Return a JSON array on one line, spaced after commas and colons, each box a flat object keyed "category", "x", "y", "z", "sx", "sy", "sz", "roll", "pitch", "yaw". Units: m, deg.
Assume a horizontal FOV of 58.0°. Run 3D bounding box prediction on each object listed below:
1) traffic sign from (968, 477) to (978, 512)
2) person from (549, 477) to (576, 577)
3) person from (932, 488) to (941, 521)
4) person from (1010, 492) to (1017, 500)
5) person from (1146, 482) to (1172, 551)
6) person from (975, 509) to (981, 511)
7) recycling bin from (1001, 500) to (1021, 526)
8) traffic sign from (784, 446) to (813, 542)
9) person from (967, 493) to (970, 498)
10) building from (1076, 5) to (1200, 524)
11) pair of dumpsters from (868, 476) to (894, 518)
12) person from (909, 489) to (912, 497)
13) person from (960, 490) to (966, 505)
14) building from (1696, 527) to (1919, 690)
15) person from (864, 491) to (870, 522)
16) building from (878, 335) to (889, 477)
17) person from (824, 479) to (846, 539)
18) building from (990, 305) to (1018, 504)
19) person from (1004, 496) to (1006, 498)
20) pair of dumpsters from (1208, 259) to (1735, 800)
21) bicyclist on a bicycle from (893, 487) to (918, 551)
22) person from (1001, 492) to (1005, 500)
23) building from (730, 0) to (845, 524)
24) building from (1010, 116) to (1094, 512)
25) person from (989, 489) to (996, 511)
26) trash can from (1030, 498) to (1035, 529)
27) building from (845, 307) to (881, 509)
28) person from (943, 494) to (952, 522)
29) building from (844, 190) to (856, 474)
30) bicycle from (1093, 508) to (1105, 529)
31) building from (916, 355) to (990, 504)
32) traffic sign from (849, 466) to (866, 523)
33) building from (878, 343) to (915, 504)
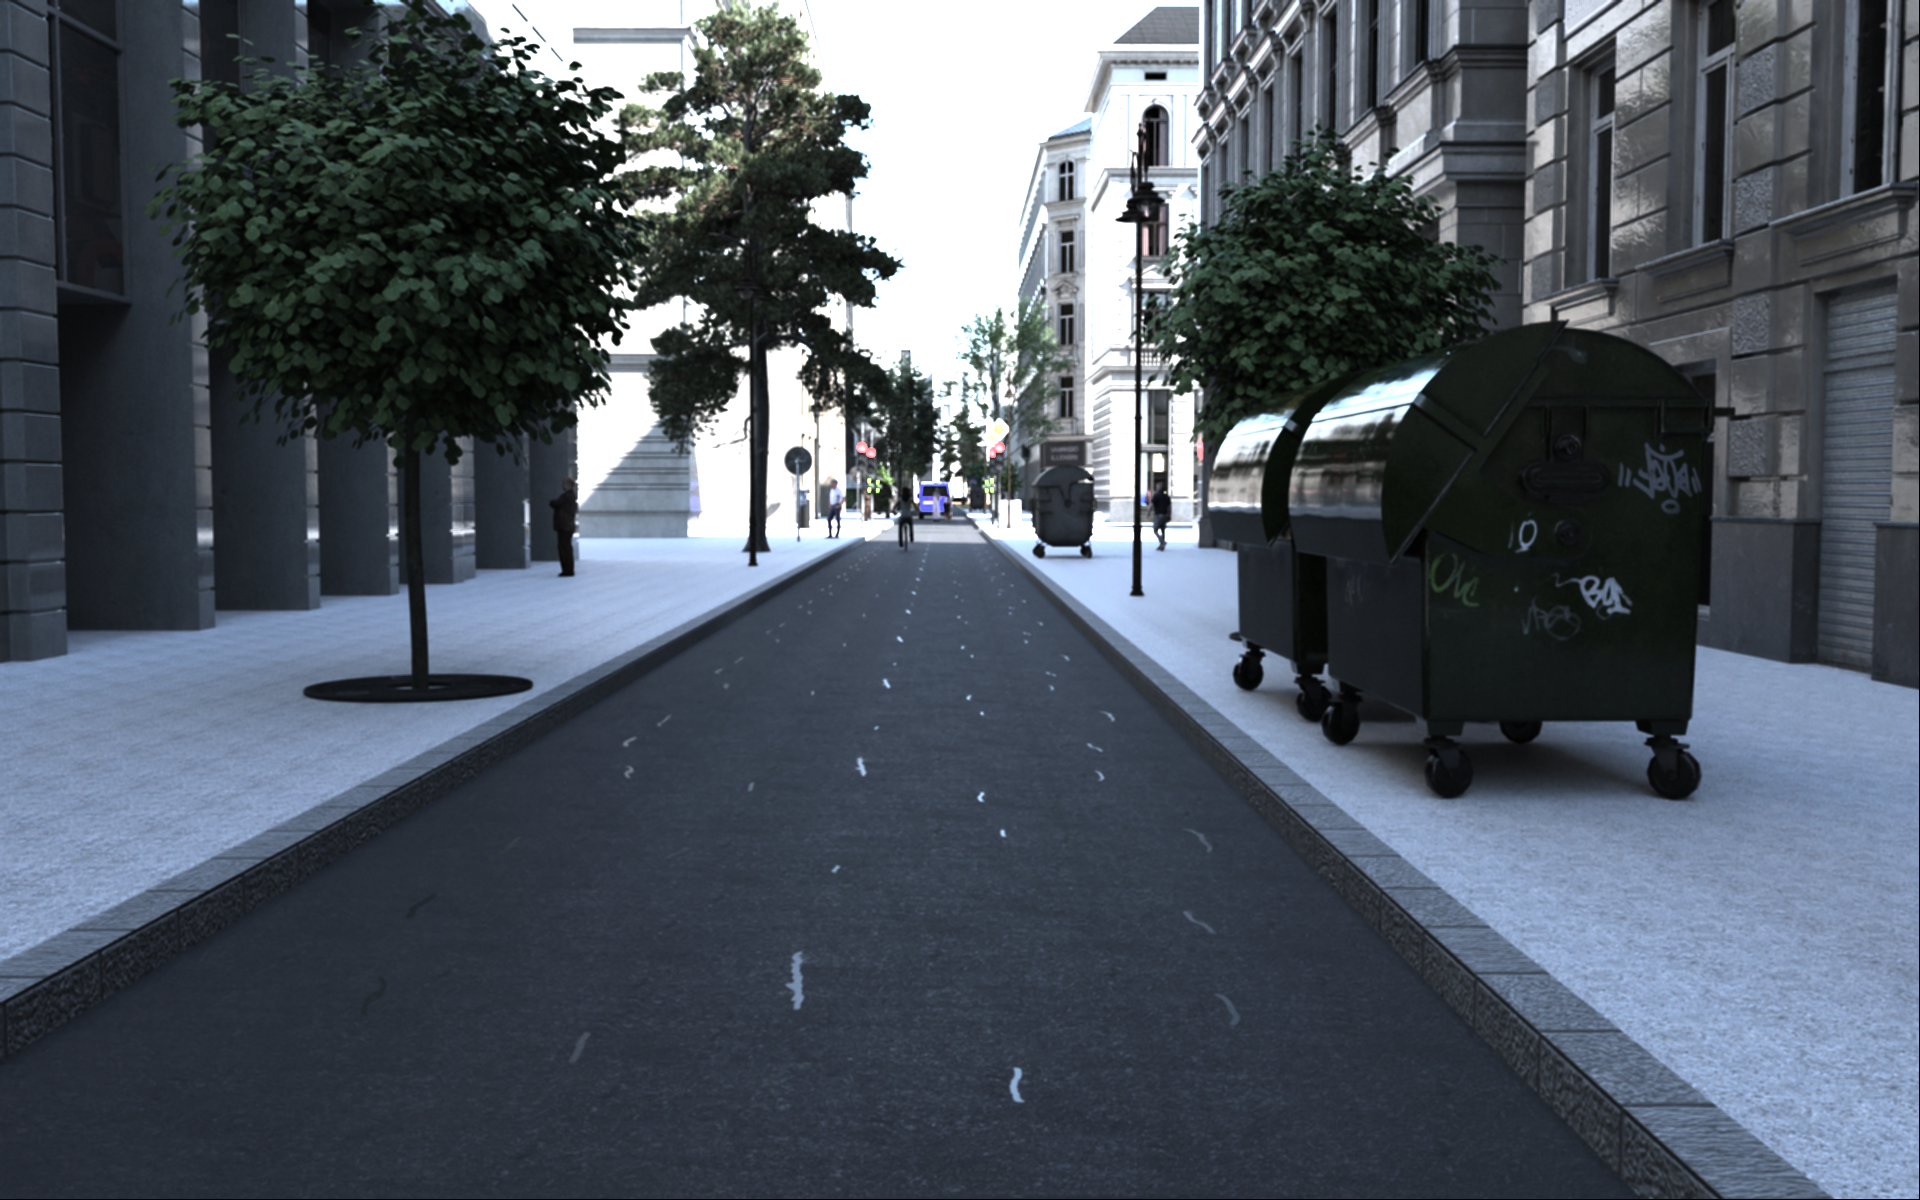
[{"category": "traffic sign", "x": 0.958, "y": -7.750, "z": 126.826, "sx": 0.768, "sy": 2.556, "sz": 0.104, "roll": 0, "pitch": 4, "yaw": 6}, {"category": "person", "x": -6.174, "y": -1.141, "z": 26.967, "sx": 0.388, "sy": 1.546, "sz": 0.482, "roll": 0, "pitch": 4, "yaw": 0}, {"category": "person", "x": -1.212, "y": -5.026, "z": 91.350, "sx": 0.621, "sy": 1.740, "sz": 0.551, "roll": -2, "pitch": 4, "yaw": -33}, {"category": "person", "x": 4.587, "y": -8.672, "z": 148.284, "sx": 0.568, "sy": 1.767, "sz": 0.683, "roll": 2, "pitch": 4, "yaw": 30}, {"category": "person", "x": 4.497, "y": -1.889, "z": 39.137, "sx": 0.569, "sy": 1.553, "sz": 0.471, "roll": 0, "pitch": 4, "yaw": 6}, {"category": "person", "x": 1.401, "y": -7.434, "z": 130.123, "sx": 0.613, "sy": 1.512, "sz": 0.480, "roll": 2, "pitch": 4, "yaw": 25}, {"category": "recycling bin", "x": 2.055, "y": -3.568, "z": 70.888, "sx": 0.722, "sy": 1.027, "sz": 0.722, "roll": 1, "pitch": 4, "yaw": 16}, {"category": "traffic sign", "x": -4.321, "y": -2.825, "z": 46.299, "sx": 0.768, "sy": 2.556, "sz": 0.104, "roll": 0, "pitch": 4, "yaw": 6}, {"category": "person", "x": 1.095, "y": -10.775, "z": 185.445, "sx": 0.697, "sy": 1.427, "sz": 0.421, "roll": 0, "pitch": 4, "yaw": 7}, {"category": "building", "x": 15.704, "y": -15.332, "z": 79.564, "sx": 19.941, "sy": 23.489, "sz": 11.050, "roll": 0, "pitch": 4, "yaw": -1}, {"category": "pair of dumpsters", "x": -4.346, "y": -5.535, "z": 92.983, "sx": 1.574, "sy": 2.255, "sz": 4.436, "roll": 0, "pitch": 4, "yaw": -1}, {"category": "person", "x": -5.049, "y": -10.249, "z": 173.571, "sx": 0.705, "sy": 1.831, "sz": 1.348, "roll": 1, "pitch": 4, "yaw": 9}, {"category": "person", "x": 0.406, "y": -11.551, "z": 195.845, "sx": 0.756, "sy": 1.711, "sz": 0.436, "roll": -1, "pitch": 4, "yaw": -15}, {"category": "building", "x": 11.961, "y": -12.807, "z": 6.662, "sx": 12.463, "sy": 27.353, "sz": 25.104, "roll": 0, "pitch": 4, "yaw": -1}, {"category": "person", "x": -4.266, "y": -4.360, "z": 79.603, "sx": 0.388, "sy": 1.546, "sz": 0.482, "roll": 2, "pitch": 4, "yaw": 30}, {"category": "building", "x": -14.504, "y": -21.738, "z": 211.836, "sx": 11.380, "sy": 20.091, "sz": 16.016, "roll": 0, "pitch": 4, "yaw": -1}, {"category": "person", "x": -3.623, "y": -2.624, "z": 49.890, "sx": 0.436, "sy": 1.711, "sz": 0.756, "roll": -2, "pitch": 4, "yaw": -30}, {"category": "building", "x": 11.816, "y": -18.596, "z": 170.507, "sx": 16.747, "sy": 18.905, "sz": 31.486, "roll": 0, "pitch": 4, "yaw": -1}, {"category": "person", "x": 3.684, "y": -9.011, "z": 153.370, "sx": 0.705, "sy": 1.824, "sz": 1.348, "roll": 2, "pitch": 4, "yaw": 25}, {"category": "pair of dumpsters", "x": 2.446, "y": -0.413, "z": 9.254, "sx": 1.574, "sy": 2.255, "sz": 4.436, "roll": 0, "pitch": 4, "yaw": -1}, {"category": "bicyclist on a bicycle", "x": -1.380, "y": -2.074, "z": 43.937, "sx": 1.499, "sy": 1.676, "sz": 1.625, "roll": 0, "pitch": 4, "yaw": -2}, {"category": "person", "x": 3.219, "y": -7.429, "z": 128.983, "sx": 0.415, "sy": 1.643, "sz": 0.593, "roll": -3, "pitch": 5, "yaw": -40}, {"category": "building", "x": -16.602, "y": -17.479, "z": 90.304, "sx": 19.350, "sy": 26.468, "sz": 34.151, "roll": 0, "pitch": 4, "yaw": -1}, {"category": "building", "x": 12.954, "y": -21.292, "z": 124.542, "sx": 17.030, "sy": 29.872, "sz": 44.131, "roll": 0, "pitch": 4, "yaw": -1}, {"category": "person", "x": 2.444, "y": -7.421, "z": 127.828, "sx": 0.568, "sy": 1.767, "sz": 0.683, "roll": 1, "pitch": 4, "yaw": 18}, {"category": "trash can", "x": 2.958, "y": -3.210, "z": 64.142, "sx": 0.748, "sy": 1.137, "sz": 0.748, "roll": 0, "pitch": 3, "yaw": 0}, {"category": "building", "x": -16.332, "y": -18.111, "z": 162.570, "sx": 16.747, "sy": 18.905, "sz": 31.486, "roll": 0, "pitch": 4, "yaw": -1}, {"category": "person", "x": -0.639, "y": -4.753, "z": 89.397, "sx": 0.799, "sy": 1.438, "sz": 0.628, "roll": 3, "pitch": 5, "yaw": 44}, {"category": "building", "x": -14.886, "y": -19.937, "z": 119.480, "sx": 14.314, "sy": 27.812, "sz": 24.014, "roll": 0, "pitch": 4, "yaw": -1}, {"category": "bicycle", "x": 4.701, "y": -3.104, "z": 63.977, "sx": 1.543, "sy": 0.972, "sz": 0.635, "roll": -1, "pitch": 4, "yaw": -19}, {"category": "building", "x": -0.359, "y": -23.542, "z": 241.335, "sx": 11.380, "sy": 20.091, "sz": 16.016, "roll": 0, "pitch": 4, "yaw": -1}, {"category": "traffic sign", "x": -4.598, "y": -4.758, "z": 77.897, "sx": 0.768, "sy": 2.556, "sz": 0.104, "roll": 0, "pitch": 4, "yaw": 3}, {"category": "building", "x": -22.919, "y": -24.666, "z": 247.255, "sx": 32.646, "sy": 21.610, "sz": 27.936, "roll": 0, "pitch": 4, "yaw": -1}]
